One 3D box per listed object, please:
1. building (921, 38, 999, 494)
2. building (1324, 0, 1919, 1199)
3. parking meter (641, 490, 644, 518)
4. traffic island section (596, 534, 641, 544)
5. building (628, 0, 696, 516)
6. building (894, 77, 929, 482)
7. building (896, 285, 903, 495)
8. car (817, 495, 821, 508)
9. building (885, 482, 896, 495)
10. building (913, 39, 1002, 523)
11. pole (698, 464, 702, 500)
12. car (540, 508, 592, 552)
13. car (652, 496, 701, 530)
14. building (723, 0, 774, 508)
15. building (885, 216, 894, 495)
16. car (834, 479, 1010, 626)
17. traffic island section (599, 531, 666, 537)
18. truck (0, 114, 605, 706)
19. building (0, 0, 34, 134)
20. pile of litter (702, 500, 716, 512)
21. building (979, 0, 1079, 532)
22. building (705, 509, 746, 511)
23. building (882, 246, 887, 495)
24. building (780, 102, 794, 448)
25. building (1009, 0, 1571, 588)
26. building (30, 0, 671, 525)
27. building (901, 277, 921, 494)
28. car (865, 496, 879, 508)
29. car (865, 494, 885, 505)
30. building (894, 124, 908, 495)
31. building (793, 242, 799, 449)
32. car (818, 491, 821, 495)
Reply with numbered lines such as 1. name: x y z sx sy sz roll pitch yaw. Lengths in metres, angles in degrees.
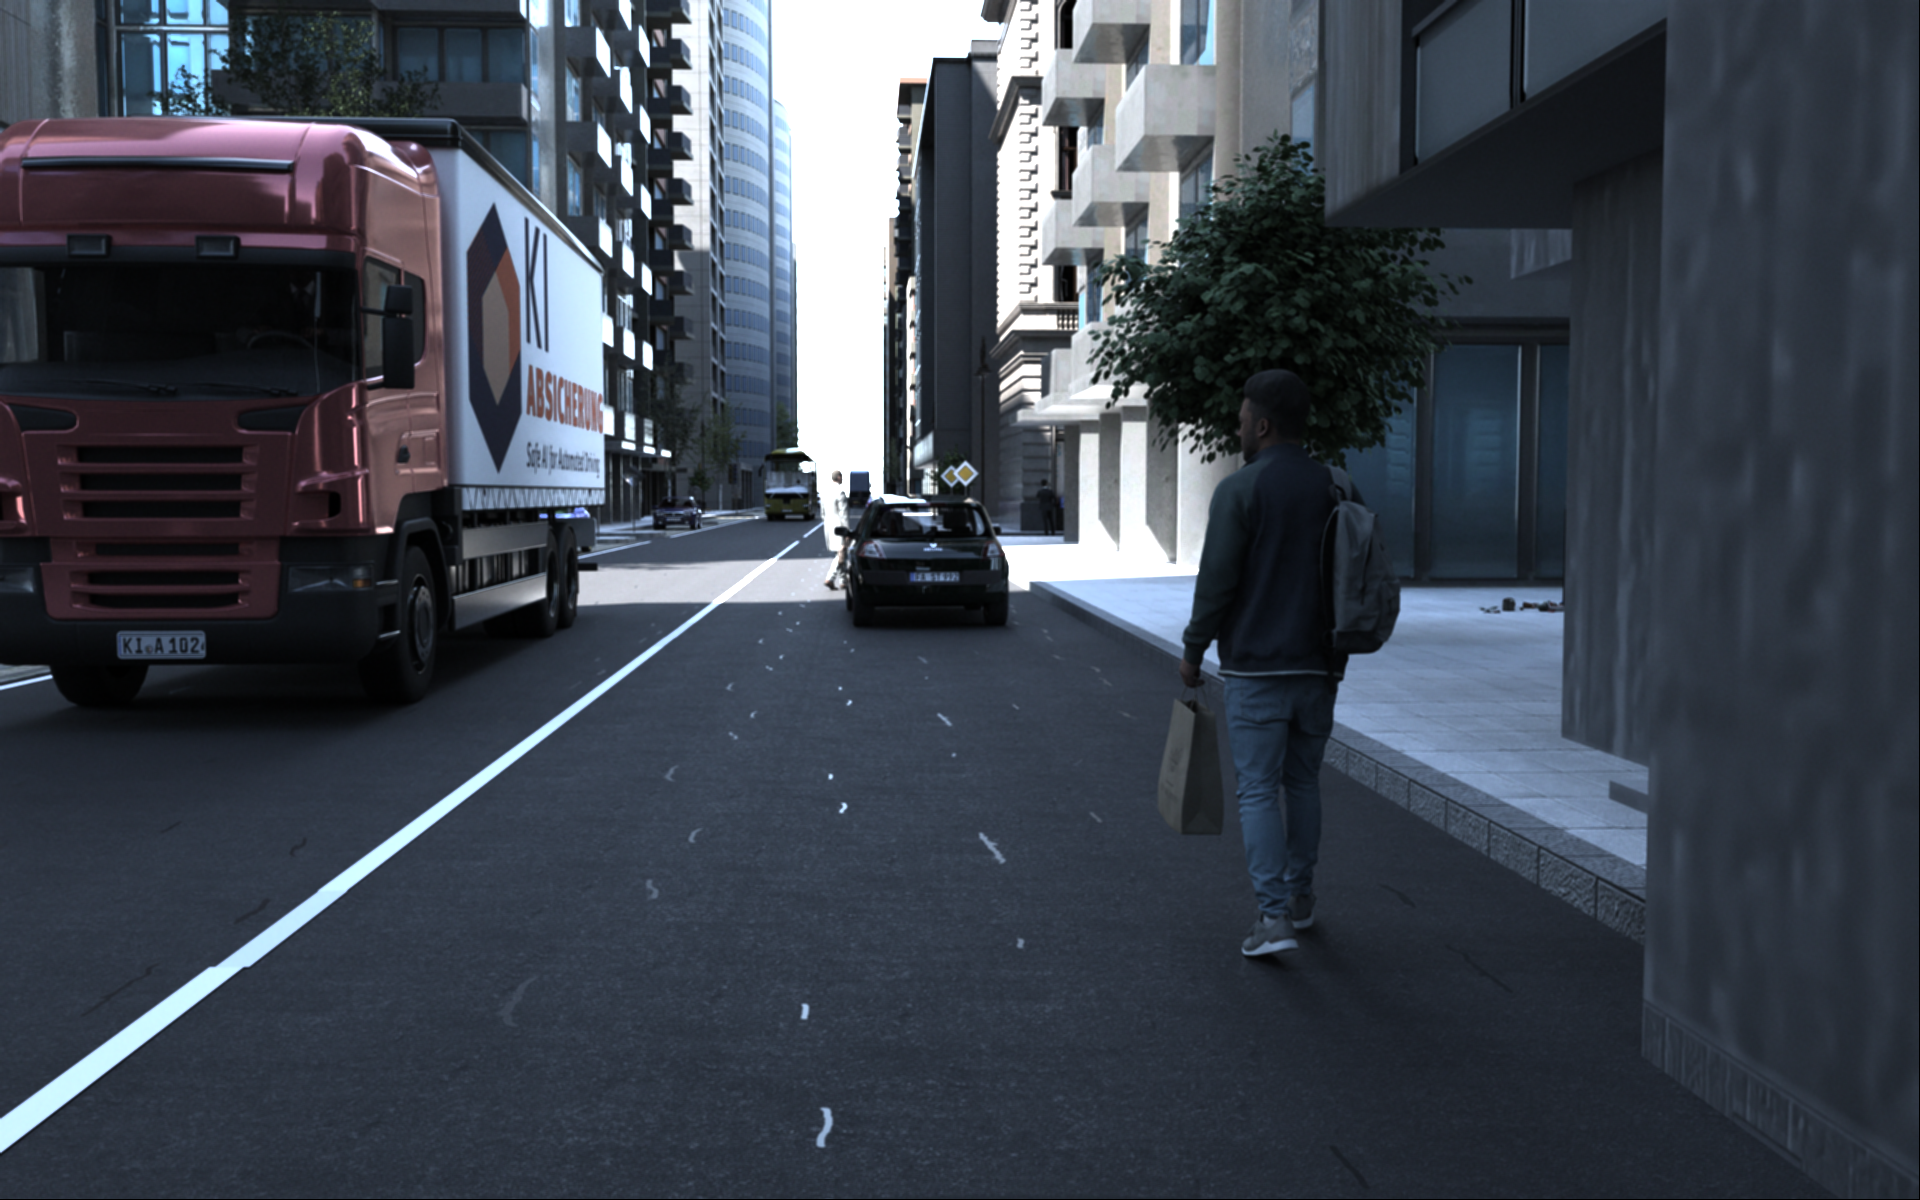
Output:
1. building: 3.166 -20.920 119.529 11.434 29.767 29.804 0 4 -3
2. building: 8.649 -19.672 5.236 14.154 41.232 14.086 0 4 -3
3. parking meter: -17.103 -5.148 92.575 0.372 1.533 0.369 0 3 0
4. traffic island section: -10.589 -1.732 50.597 2.009 0.180 2.903 0 4 -3
5. building: -28.585 -27.777 108.778 22.147 44.769 28.867 0 4 -3
6. building: 4.332 -32.219 181.398 22.147 44.769 28.867 0 4 -3
7. building: -1.587 -28.204 232.842 14.160 30.474 14.107 0 4 -3
8. car: -12.761 -8.570 152.694 1.945 1.354 3.894 0 4 -4
9. building: 5.252 -34.282 252.395 32.217 40.220 23.993 0 4 -3
10. building: 5.133 -16.563 89.872 14.314 24.678 30.058 0 4 -3
11. pole: -17.559 -7.526 116.887 0.158 3.312 0.155 0 3 0
12. car: -9.845 -1.936 41.247 1.945 1.707 3.694 0 4 -3
13. car: -11.472 -3.533 70.337 1.945 1.354 3.894 0 4 -4
14. building: -29.118 -38.255 167.468 21.231 58.520 28.212 0 4 -3
15. building: -4.392 -37.977 271.034 14.600 45.320 14.200 0 4 -3
16. car: -0.455 -0.640 20.252 2.009 1.686 4.222 0 4 -5
17. traffic island section: -11.042 -2.219 58.569 2.009 0.180 2.903 0 4 -3
18. truck: -5.103 -1.607 15.183 2.839 4.237 11.283 0 4 -4
19. building: -37.571 -27.112 32.527 27.495 52.752 28.713 0 4 -3
20. pile of litter: -18.749 -6.910 126.948 1.719 0.858 1.176 0 4 -4
21. building: 11.024 -14.370 63.828 19.941 23.489 11.050 0 4 -3
22. building: -27.822 -43.061 142.305 20.563 71.187 20.611 0 4 -3
23. building: -5.828 -36.861 286.275 14.154 41.232 14.086 0 4 -3
24. building: -35.179 -43.363 250.976 21.231 58.520 28.212 0 4 -3
25. building: 13.591 -25.439 35.541 23.786 49.044 30.456 0 4 -3
26. building: -25.014 -27.620 71.198 23.786 49.044 30.456 0 4 -3
27. building: 9.007 -18.838 153.036 27.650 21.520 28.899 0 4 -3
28. car: -5.164 -6.078 111.958 1.945 1.354 3.894 0 4 -1
29. car: -5.795 -6.819 123.500 2.014 1.417 4.499 0 4 -3
30. building: 0.051 -33.814 202.972 14.600 45.320 14.200 0 4 -3
31. building: -32.732 -36.037 272.802 14.154 41.232 14.086 0 4 -3
32. car: -16.295 -12.118 206.794 2.281 1.827 5.304 0 4 -4
